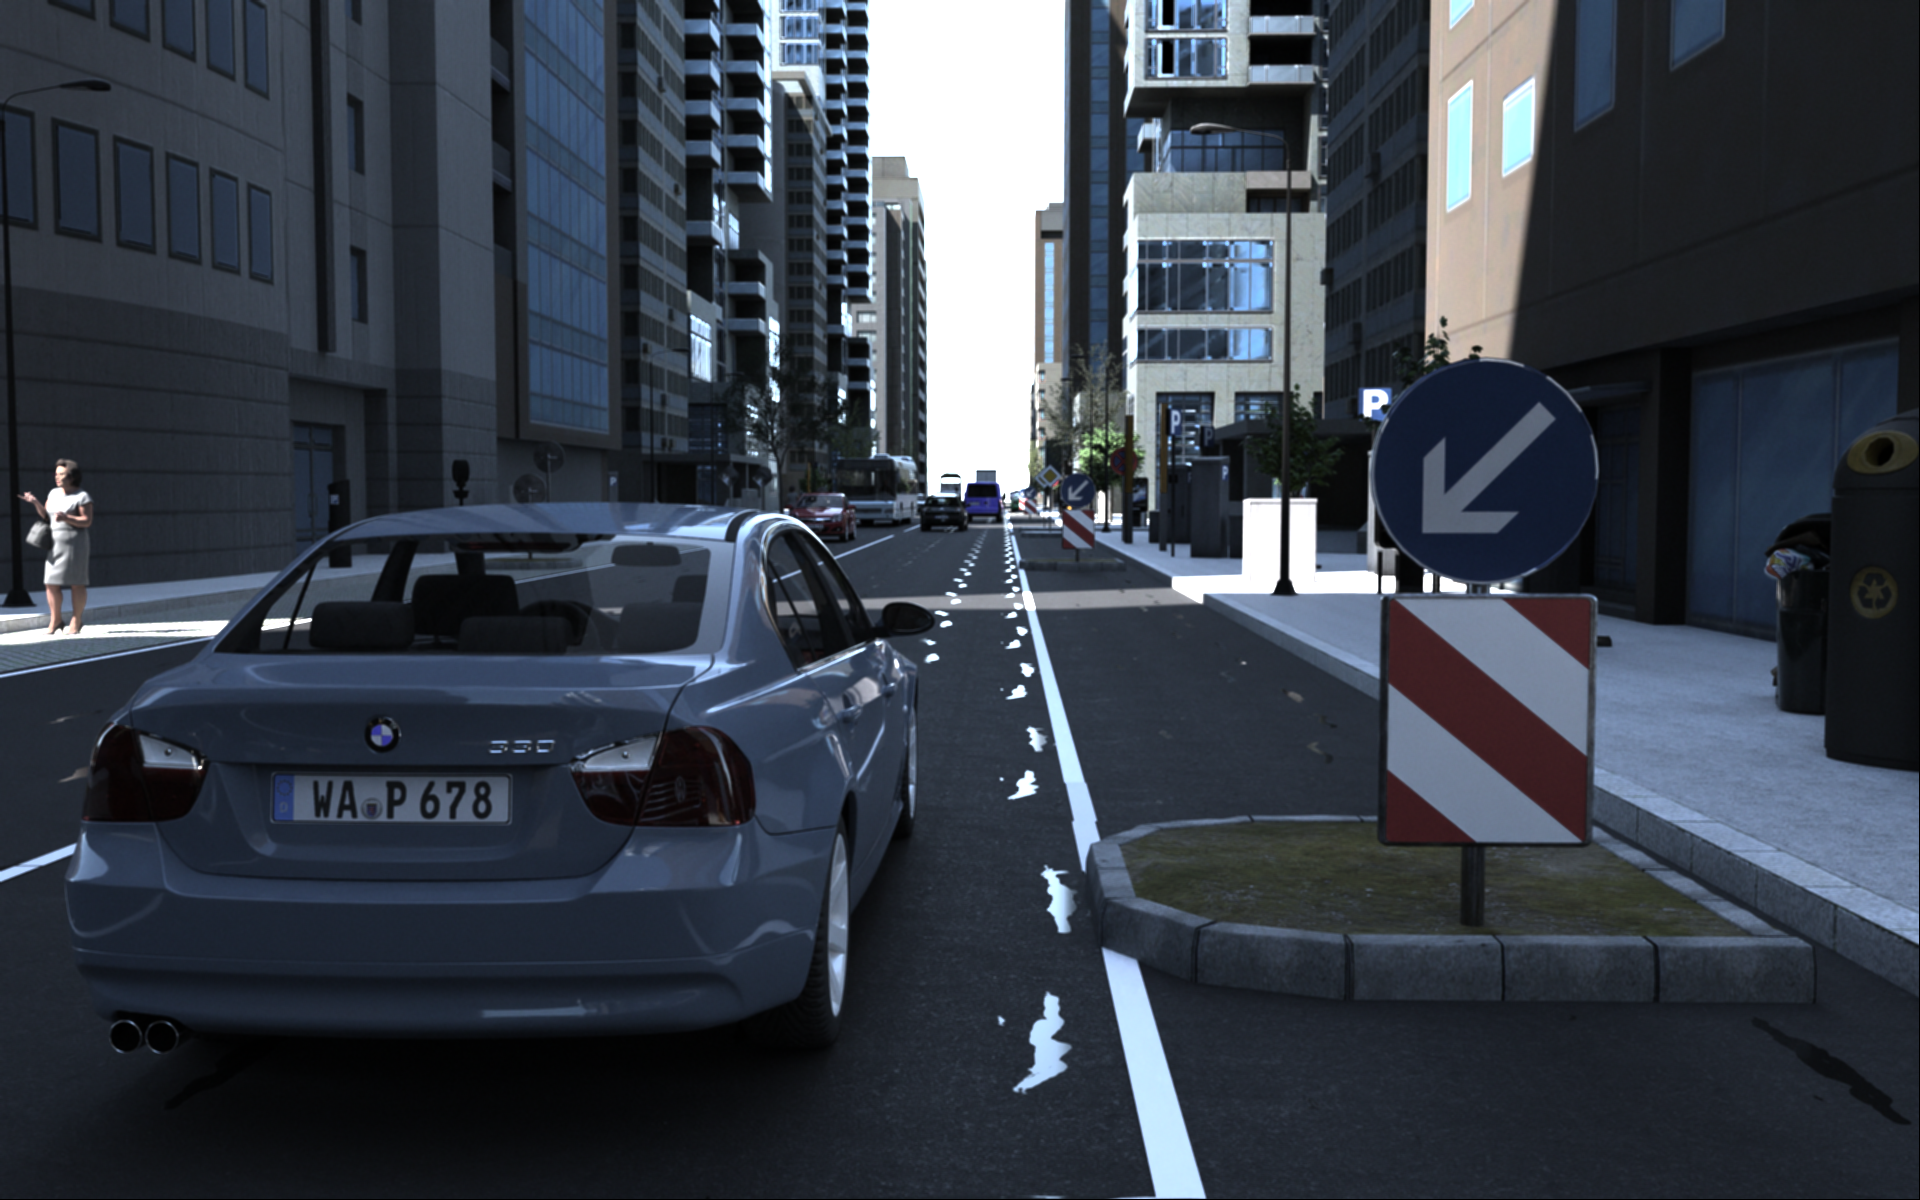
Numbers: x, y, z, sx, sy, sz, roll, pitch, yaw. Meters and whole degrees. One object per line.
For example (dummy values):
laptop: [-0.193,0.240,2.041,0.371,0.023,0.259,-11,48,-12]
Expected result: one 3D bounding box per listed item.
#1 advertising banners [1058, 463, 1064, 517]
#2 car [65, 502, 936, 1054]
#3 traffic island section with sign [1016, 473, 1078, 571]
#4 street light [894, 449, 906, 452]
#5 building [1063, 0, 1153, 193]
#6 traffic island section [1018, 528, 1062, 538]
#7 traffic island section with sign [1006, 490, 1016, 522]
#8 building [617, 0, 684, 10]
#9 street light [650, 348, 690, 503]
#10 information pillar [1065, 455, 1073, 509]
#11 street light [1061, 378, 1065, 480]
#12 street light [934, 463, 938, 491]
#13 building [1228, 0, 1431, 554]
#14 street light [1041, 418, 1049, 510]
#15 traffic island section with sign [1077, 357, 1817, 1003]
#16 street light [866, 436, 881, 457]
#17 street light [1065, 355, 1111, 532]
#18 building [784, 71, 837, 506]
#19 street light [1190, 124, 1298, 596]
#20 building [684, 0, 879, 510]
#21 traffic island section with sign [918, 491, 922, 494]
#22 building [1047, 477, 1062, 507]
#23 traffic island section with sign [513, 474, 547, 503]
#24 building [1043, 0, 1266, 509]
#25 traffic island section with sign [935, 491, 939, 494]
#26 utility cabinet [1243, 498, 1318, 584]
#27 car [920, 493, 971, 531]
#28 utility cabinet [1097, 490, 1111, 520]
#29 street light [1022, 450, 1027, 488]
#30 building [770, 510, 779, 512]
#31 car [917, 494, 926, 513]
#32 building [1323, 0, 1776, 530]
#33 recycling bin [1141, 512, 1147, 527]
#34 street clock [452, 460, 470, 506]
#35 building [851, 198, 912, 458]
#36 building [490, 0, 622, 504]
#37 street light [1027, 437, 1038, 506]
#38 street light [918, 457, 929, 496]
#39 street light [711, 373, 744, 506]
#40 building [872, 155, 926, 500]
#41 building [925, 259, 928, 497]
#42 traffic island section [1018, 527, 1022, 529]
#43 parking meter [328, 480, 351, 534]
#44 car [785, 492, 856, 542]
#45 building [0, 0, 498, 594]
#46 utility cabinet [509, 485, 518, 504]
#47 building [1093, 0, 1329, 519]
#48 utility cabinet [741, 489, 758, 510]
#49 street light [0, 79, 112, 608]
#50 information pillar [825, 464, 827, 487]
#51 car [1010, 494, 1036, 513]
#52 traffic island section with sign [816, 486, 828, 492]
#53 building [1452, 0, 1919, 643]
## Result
advertising banners: [5.676,-6.170,97.072,0.090,3.025,2.074,1,4,11]
car: [-1.116,0.379,5.800,2.014,1.417,4.499,0,4,2]
traffic island section with sign: [2.128,-1.509,33.296,1.989,1.847,2.006,0,4,1]
street light: [-6.292,-12.634,179.100,1.470,5.913,1.316,0,4,1]
building: [15.073,-29.557,133.374,14.600,45.320,14.200,0,4,1]
traffic island section: [3.051,-2.201,58.271,2.009,0.180,2.903,0,4,1]
traffic island section with sign: [3.470,-4.888,88.554,1.989,1.847,2.006,0,4,1]
building: [-25.731,-23.641,78.406,32.217,40.220,23.993,0,4,1]
street light: [-9.286,-5.057,55.223,1.470,5.913,1.316,0,4,1]
information pillar: [6.385,-6.732,101.429,0.504,3.616,0.183,1,4,20]
street light: [4.717,-5.921,69.357,1.470,5.913,1.316,0,4,1]
street light: [-4.202,-17.696,261.864,1.470,5.913,1.316,0,4,1]
building: [22.836,-21.529,43.885,32.217,40.220,23.993,0,4,1]
street light: [5.725,-8.117,105.247,1.470,5.913,1.316,0,4,1]
traffic island section with sign: [1.444,0.171,5.840,1.989,1.847,2.006,0,4,1]
street light: [-7.172,-10.416,142.848,1.470,5.913,1.316,0,4,1]
street light: [4.365,-5.223,57.932,1.470,5.913,1.316,0,4,1]
building: [-24.679,-28.237,153.562,32.217,40.220,23.993,0,4,1]
street light: [3.589,-3.018,21.889,1.470,5.913,1.316,0,4,1]
building: [-19.260,-53.030,179.708,22.319,86.520,31.000,0,4,1]
traffic island section with sign: [-4.506,-11.279,193.032,1.989,1.847,2.006,0,4,1]
building: [25.020,-29.390,172.408,32.217,40.220,23.993,0,4,1]
traffic island section with sign: [-8.404,-1.519,33.460,1.989,1.847,2.006,0,4,1]
building: [21.201,-54.182,198.541,22.319,86.520,31.000,0,4,1]
traffic island section with sign: [-2.496,-16.350,275.944,1.989,1.847,2.006,0,4,1]
utility cabinet: [4.609,-0.845,24.976,1.020,1.237,0.306,-1,4,-10]
car: [-0.604,-3.571,68.168,2.009,1.686,4.222,0,4,3]
utility cabinet: [7.157,-4.733,86.060,0.318,1.500,1.173,-1,4,-17]
street light: [7.525,-12.769,181.315,1.470,5.913,1.316,0,4,1]
building: [-23.148,-48.944,112.910,22.319,86.520,31.000,0,4,1]
car: [-3.109,-6.689,119.157,2.009,1.686,4.222,0,4,-1]
building: [23.788,-25.844,72.657,14.200,45.320,14.600,0,4,1]
recycling bin: [6.950,-3.423,68.520,0.722,1.027,0.722,2,4,29]
street clock: [-10.573,-1.967,36.725,0.358,2.002,0.471,-2,4,-34]
building: [-13.785,-33.596,232.887,14.154,41.232,14.086,0,4,1]
building: [-18.281,-24.366,48.500,14.200,45.320,14.600,0,4,1]
street light: [6.566,-10.587,145.642,1.470,5.913,1.316,0,4,1]
street light: [-5.193,-15.503,226.015,1.470,5.913,1.316,0,4,1]
street light: [-8.951,-5.735,66.311,1.470,5.913,1.316,0,4,1]
building: [-16.123,-38.365,250.964,21.300,48.544,21.600,0,4,1]
building: [-12.705,-37.294,293.348,14.154,41.232,14.086,0,4,1]
traffic island section: [3.245,-2.689,66.254,2.009,0.180,2.903,0,4,1]
parking meter: [-10.850,-1.338,30.289,0.372,1.533,0.369,0,3,0]
car: [-4.209,-2.683,52.908,2.155,1.783,4.494,0,4,1]
building: [-21.838,-29.592,25.828,21.231,58.520,28.212,0,4,1]
utility cabinet: [-9.931,-1.891,39.594,0.318,1.500,1.173,1,4,9]
building: [18.554,-48.245,101.480,22.319,86.520,31.000,0,4,1]
utility cabinet: [-9.059,-4.045,74.807,0.318,1.500,1.173,1,4,16]
street light: [-10.194,-2.875,19.549,1.470,5.913,1.316,0,4,1]
information pillar: [-10.361,-8.731,134.098,0.183,3.616,0.504,-1,4,-8]
car: [4.657,-7.288,127.953,1.959,1.807,4.718,0,4,0]
traffic island section with sign: [-7.058,-4.912,88.945,1.989,1.847,2.006,0,4,1]
building: [13.525,-22.434,16.902,14.600,45.320,14.200,0,4,1]
